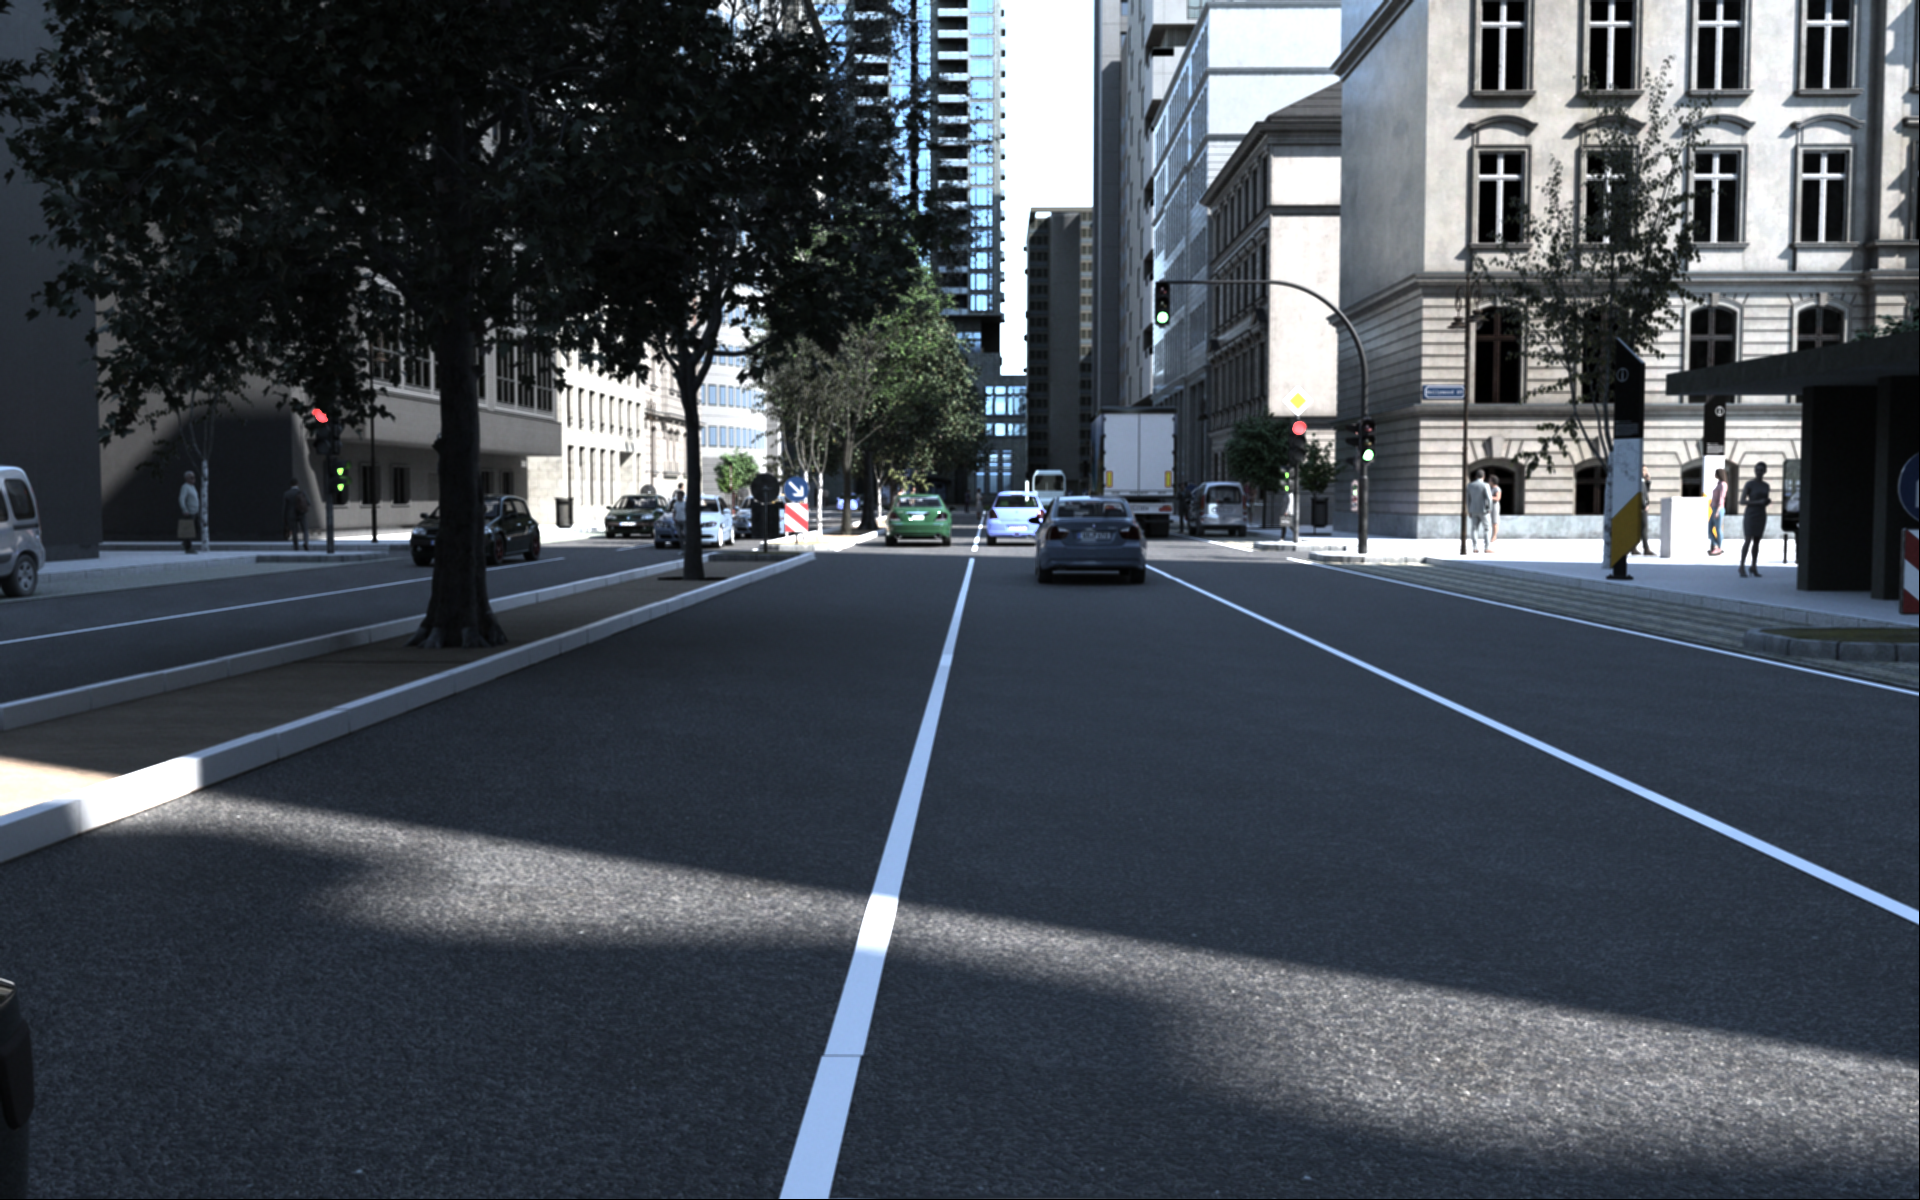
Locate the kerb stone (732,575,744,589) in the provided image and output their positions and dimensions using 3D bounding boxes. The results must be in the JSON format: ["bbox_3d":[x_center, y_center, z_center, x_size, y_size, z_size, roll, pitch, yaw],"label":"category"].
[{"bbox_3d":[-3.448,-0.247,26.233,0.120,0.150,1.000,0,4,1],"label":"kerb stone"}]

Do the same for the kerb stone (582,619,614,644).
[{"bbox_3d":[-3.592,0.318,16.995,0.120,0.150,1.000,0,4,1],"label":"kerb stone"}]

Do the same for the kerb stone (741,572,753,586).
[{"bbox_3d":[-3.432,-0.310,27.264,0.120,0.150,1.000,0,4,1],"label":"kerb stone"}]

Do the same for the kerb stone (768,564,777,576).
[{"bbox_3d":[-3.377,-0.497,30.329,0.120,0.150,1.000,0,4,1],"label":"kerb stone"}]

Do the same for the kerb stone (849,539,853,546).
[{"bbox_3d":[-3.093,-1.534,47.295,0.120,0.150,1.000,0,4,1],"label":"kerb stone"}]

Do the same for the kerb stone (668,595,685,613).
[{"bbox_3d":[-3.528,0.072,21.113,0.120,0.150,1.000,0,4,1],"label":"kerb stone"}]

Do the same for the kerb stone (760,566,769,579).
[{"bbox_3d":[-3.393,-0.432,29.307,0.120,0.150,1.000,0,4,1],"label":"kerb stone"}]

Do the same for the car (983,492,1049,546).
[{"bbox_3d":[1.623,-2.414,49.057,1.945,1.707,3.694,0,4,2],"label":"car"}]

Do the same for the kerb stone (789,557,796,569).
[{"bbox_3d":[-3.322,-0.685,33.396,0.120,0.150,1.000,0,4,1],"label":"kerb stone"}]

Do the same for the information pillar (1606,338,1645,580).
[{"bbox_3d":[9.960,-2.110,25.860,0.183,3.616,0.504,-2,4,-30],"label":"information pillar"}]

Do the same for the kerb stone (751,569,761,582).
[{"bbox_3d":[-3.411,-0.371,28.285,0.120,0.150,1.000,0,4,1],"label":"kerb stone"}]

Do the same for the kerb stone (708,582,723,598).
[{"bbox_3d":[-3.478,-0.122,24.185,0.120,0.150,1.000,0,4,1],"label":"kerb stone"}]

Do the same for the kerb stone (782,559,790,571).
[{"bbox_3d":[-3.336,-0.623,32.374,0.120,0.150,1.000,0,4,1],"label":"kerb stone"}]

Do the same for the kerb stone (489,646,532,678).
[{"bbox_3d":[-3.653,0.506,13.920,0.120,0.150,1.000,0,4,1],"label":"kerb stone"}]

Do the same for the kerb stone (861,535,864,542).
[{"bbox_3d":[-3.024,-1.786,51.391,0.120,0.150,1.000,0,4,1],"label":"kerb stone"}]

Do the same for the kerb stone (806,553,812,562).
[{"bbox_3d":[-3.274,-0.870,36.469,0.120,0.150,1.000,0,4,1],"label":"kerb stone"}]

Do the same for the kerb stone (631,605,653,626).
[{"bbox_3d":[-3.569,0.192,19.055,0.120,0.150,1.000,0,4,1],"label":"kerb stone"}]

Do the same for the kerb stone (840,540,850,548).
[{"bbox_3d":[-3.108,-1.472,46.270,0.120,0.150,1.000,0,4,1],"label":"kerb stone"}]

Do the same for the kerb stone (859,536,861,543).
[{"bbox_3d":[-3.037,-1.718,50.364,0.120,0.150,1.000,0,4,1],"label":"kerb stone"}]

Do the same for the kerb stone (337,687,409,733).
[{"bbox_3d":[-3.695,0.694,10.854,0.120,0.150,1.000,0,4,1],"label":"kerb stone"}]

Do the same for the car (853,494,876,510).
[{"bbox_3d":[-8.779,-9.000,158.950,2.131,1.459,4.920,0,4,3],"label":"car"}]

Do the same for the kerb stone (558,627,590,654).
[{"bbox_3d":[-3.614,0.382,15.973,0.120,0.150,1.000,0,4,1],"label":"kerb stone"}]

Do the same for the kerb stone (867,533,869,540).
[{"bbox_3d":[-2.990,-1.912,53.450,0.120,0.150,1.000,0,4,1],"label":"kerb stone"}]

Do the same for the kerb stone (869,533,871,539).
[{"bbox_3d":[-2.967,-1.971,54.474,0.120,0.150,1.000,0,4,1],"label":"kerb stone"}]

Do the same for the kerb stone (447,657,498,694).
[{"bbox_3d":[-3.660,0.569,12.899,0.120,0.150,1.000,0,4,1],"label":"kerb stone"}]

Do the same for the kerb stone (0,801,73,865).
[{"bbox_3d":[-3.766,0.945,6.756,0.120,0.150,1.000,0,4,1],"label":"kerb stone"}]

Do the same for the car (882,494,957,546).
[{"bbox_3d":[-1.155,-2.272,48.943,2.131,1.459,4.920,0,4,-1],"label":"car"}]

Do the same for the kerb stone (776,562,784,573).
[{"bbox_3d":[-3.355,-0.560,31.352,0.120,0.150,1.000,0,4,1],"label":"kerb stone"}]

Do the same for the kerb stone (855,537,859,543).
[{"bbox_3d":[-3.053,-1.660,49.341,0.120,0.150,1.000,0,4,1],"label":"kerb stone"}]

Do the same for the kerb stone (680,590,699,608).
[{"bbox_3d":[-3.509,0.004,22.135,0.120,0.150,1.000,0,4,1],"label":"kerb stone"}]

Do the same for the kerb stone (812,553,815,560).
[{"bbox_3d":[-3.256,-0.936,37.497,0.120,0.150,1.000,0,4,1],"label":"kerb stone"}]

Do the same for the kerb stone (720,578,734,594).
[{"bbox_3d":[-3.461,-0.184,25.209,0.120,0.150,1.000,0,4,1],"label":"kerb stone"}]

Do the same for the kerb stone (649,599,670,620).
[{"bbox_3d":[-3.549,0.129,20.085,0.120,0.150,1.000,0,4,1],"label":"kerb stone"}]

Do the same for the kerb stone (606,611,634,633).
[{"bbox_3d":[-3.587,0.255,18.033,0.120,0.150,1.000,0,4,1],"label":"kerb stone"}]

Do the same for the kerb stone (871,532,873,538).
[{"bbox_3d":[-2.951,-2.031,55.496,0.120,0.150,1.000,0,4,1],"label":"kerb stone"}]

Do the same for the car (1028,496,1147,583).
[{"bbox_3d":[2.153,-1.051,29.186,2.014,1.417,4.499,0,4,2],"label":"car"}]

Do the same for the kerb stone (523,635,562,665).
[{"bbox_3d":[-3.636,0.444,14.942,0.120,0.150,1.000,0,4,1],"label":"kerb stone"}]

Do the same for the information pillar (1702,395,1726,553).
[{"bbox_3d":[16.288,-2.817,37.416,0.504,3.616,0.183,-1,4,-14],"label":"information pillar"}]

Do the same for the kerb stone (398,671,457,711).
[{"bbox_3d":[-3.682,0.633,11.876,0.120,0.150,1.000,0,4,1],"label":"kerb stone"}]

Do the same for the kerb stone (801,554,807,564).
[{"bbox_3d":[-3.288,-0.810,35.442,0.120,0.150,1.000,0,4,1],"label":"kerb stone"}]

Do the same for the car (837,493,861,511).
[{"bbox_3d":[-9.284,-8.255,144.554,1.945,1.707,3.694,0,4,2],"label":"car"}]

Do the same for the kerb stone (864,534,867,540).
[{"bbox_3d":[-2.998,-1.847,52.424,0.120,0.150,1.000,0,4,1],"label":"kerb stone"}]

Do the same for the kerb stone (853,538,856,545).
[{"bbox_3d":[-3.074,-1.598,48.317,0.120,0.150,1.000,0,4,1],"label":"kerb stone"}]

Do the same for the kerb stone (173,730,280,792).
[{"bbox_3d":[-3.736,0.819,8.803,0.120,0.150,1.000,0,4,1],"label":"kerb stone"}]

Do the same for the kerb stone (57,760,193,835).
[{"bbox_3d":[-3.748,0.882,7.782,0.120,0.150,1.000,0,4,1],"label":"kerb stone"}]

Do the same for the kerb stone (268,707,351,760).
[{"bbox_3d":[-3.714,0.761,9.828,0.120,0.150,1.000,0,4,1],"label":"kerb stone"}]

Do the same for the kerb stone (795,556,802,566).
[{"bbox_3d":[-3.307,-0.746,34.418,0.120,0.150,1.000,0,4,1],"label":"kerb stone"}]

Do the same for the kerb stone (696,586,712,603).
[{"bbox_3d":[-3.492,-0.058,23.163,0.120,0.150,1.000,0,4,1],"label":"kerb stone"}]
